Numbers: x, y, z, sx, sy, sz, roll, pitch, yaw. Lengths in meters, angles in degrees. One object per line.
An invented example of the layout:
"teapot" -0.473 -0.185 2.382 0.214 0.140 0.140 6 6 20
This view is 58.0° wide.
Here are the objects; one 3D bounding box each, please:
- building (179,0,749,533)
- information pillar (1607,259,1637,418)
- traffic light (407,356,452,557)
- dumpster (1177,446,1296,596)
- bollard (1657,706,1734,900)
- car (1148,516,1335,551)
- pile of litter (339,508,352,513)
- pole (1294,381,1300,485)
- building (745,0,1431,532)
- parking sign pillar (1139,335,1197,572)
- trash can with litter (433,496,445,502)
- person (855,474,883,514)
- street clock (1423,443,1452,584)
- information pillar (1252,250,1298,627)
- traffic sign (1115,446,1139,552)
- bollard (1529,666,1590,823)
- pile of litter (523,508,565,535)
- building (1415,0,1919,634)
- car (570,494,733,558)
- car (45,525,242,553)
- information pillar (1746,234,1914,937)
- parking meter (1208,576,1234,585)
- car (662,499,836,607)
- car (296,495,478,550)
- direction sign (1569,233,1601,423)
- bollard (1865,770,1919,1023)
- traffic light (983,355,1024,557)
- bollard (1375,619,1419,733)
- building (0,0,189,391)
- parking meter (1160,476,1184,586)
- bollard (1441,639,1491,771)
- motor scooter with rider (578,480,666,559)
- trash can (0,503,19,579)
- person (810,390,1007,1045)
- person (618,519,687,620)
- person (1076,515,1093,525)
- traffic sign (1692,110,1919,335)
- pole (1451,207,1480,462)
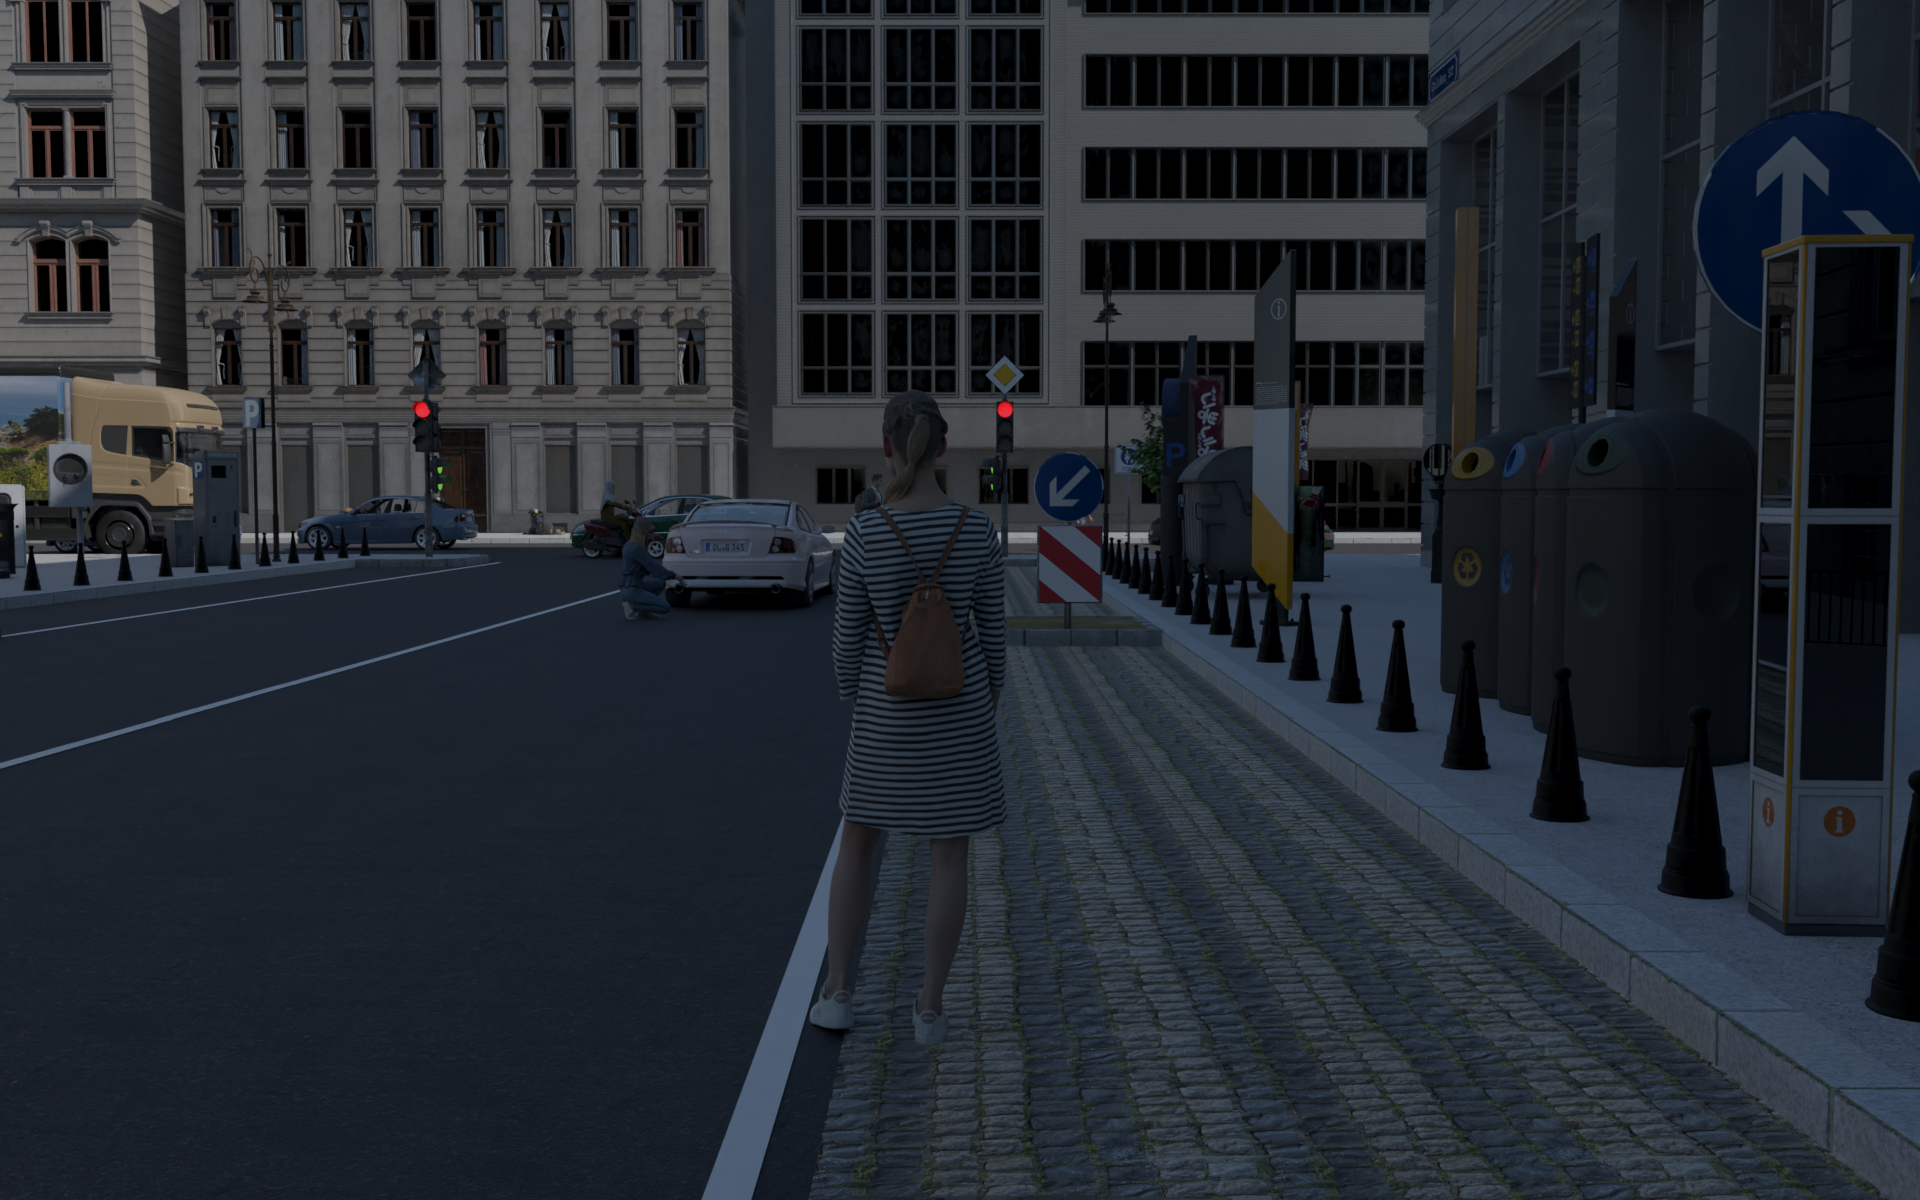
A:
"building" -16.324 -12.940 60.717 18.267 20.994 9.793 0 3 0
"information pillar" 6.556 -1.580 17.193 0.183 3.616 0.504 3 5 43
"traffic light" -10.820 -2.833 35.248 0.839 4.253 0.868 0 3 0
"dumpster" 3.467 -0.979 21.761 1.264 1.857 1.865 0 3 0
"bollard" 2.373 0.640 5.573 0.229 0.601 0.229 0 3 0
"car" 6.399 -1.815 39.470 4.222 1.686 2.009 0 4 -2
"pile of litter" -19.695 -2.535 55.420 1.719 0.858 1.176 1 4 16
"pole" 6.063 -2.293 31.341 0.158 3.312 0.155 0 3 0
"building" 7.882 -14.882 62.381 30.058 24.678 14.314 0 3 0
"parking sign pillar" 3.670 -2.473 28.900 1.447 3.967 1.447 1 4 14
"trash can with litter" -16.174 -2.645 54.300 2.233 1.210 1.678 2 4 28
"person" -1.705 -1.550 33.815 0.822 1.834 0.622 1 4 17
"street clock" 6.903 -1.241 24.866 0.358 2.002 0.471 -3 5 -44
"information pillar" 3.068 -1.561 16.885 0.183 3.616 0.504 -3 4 -36
"traffic sign" 3.515 -2.075 36.049 0.606 2.300 0.079 0 4 1
"bollard" 2.377 0.562 6.851 0.229 0.601 0.229 0 3 0
"pile of litter" -13.169 -2.490 54.681 1.176 0.858 1.719 -2 4 -34
"building" 13.548 -14.537 15.168 11.434 29.767 29.804 0 3 0
"car" -6.515 -1.719 39.909 4.920 1.459 2.131 0 4 1
"car" -20.155 -1.881 42.753 4.499 1.417 2.014 0 4 0
"information pillar" 2.548 -0.037 5.099 0.304 2.012 0.304 0 4 4
"parking meter" 3.702 -0.987 24.542 0.372 1.533 0.369 0 3 0
"car" -2.767 -0.672 23.355 2.083 1.381 4.827 0 4 2
"car" -14.865 -2.015 44.949 4.499 1.417 2.014 0 4 -1
"direction sign" 5.581 -1.440 15.548 0.379 3.537 0.876 0 4 6
"bollard" 2.376 0.719 4.285 0.229 0.601 0.229 0 3 0
"traffic light" 0.891 -2.834 35.253 0.839 4.253 0.868 0 3 0
"bollard" 2.378 0.406 9.407 0.229 0.601 0.229 0 3 0
"building" -37.666 -16.796 62.008 23.554 28.519 14.401 0 3 0
"parking meter" 2.989 -0.968 24.231 0.372 1.533 0.369 0 3 0
"bollard" 2.379 0.484 8.129 0.229 0.601 0.229 0 3 0
"motor scooter with rider" -7.483 -1.792 38.265 1.986 1.779 0.876 0 4 2
"trash can" -14.704 -0.897 26.315 0.748 1.137 0.748 0 3 0
"person" -0.117 0.304 4.538 0.512 1.701 0.522 -1 4 -13
"person" -3.579 -0.364 19.945 0.738 1.151 1.012 -1 4 -17
"person" 3.041 -2.012 43.600 0.569 1.553 0.471 -2 4 -32
"traffic sign" 2.834 -0.352 5.862 0.768 2.556 0.104 0 4 4
"pole" 3.620 -1.138 12.454 0.158 3.312 0.155 0 3 0
